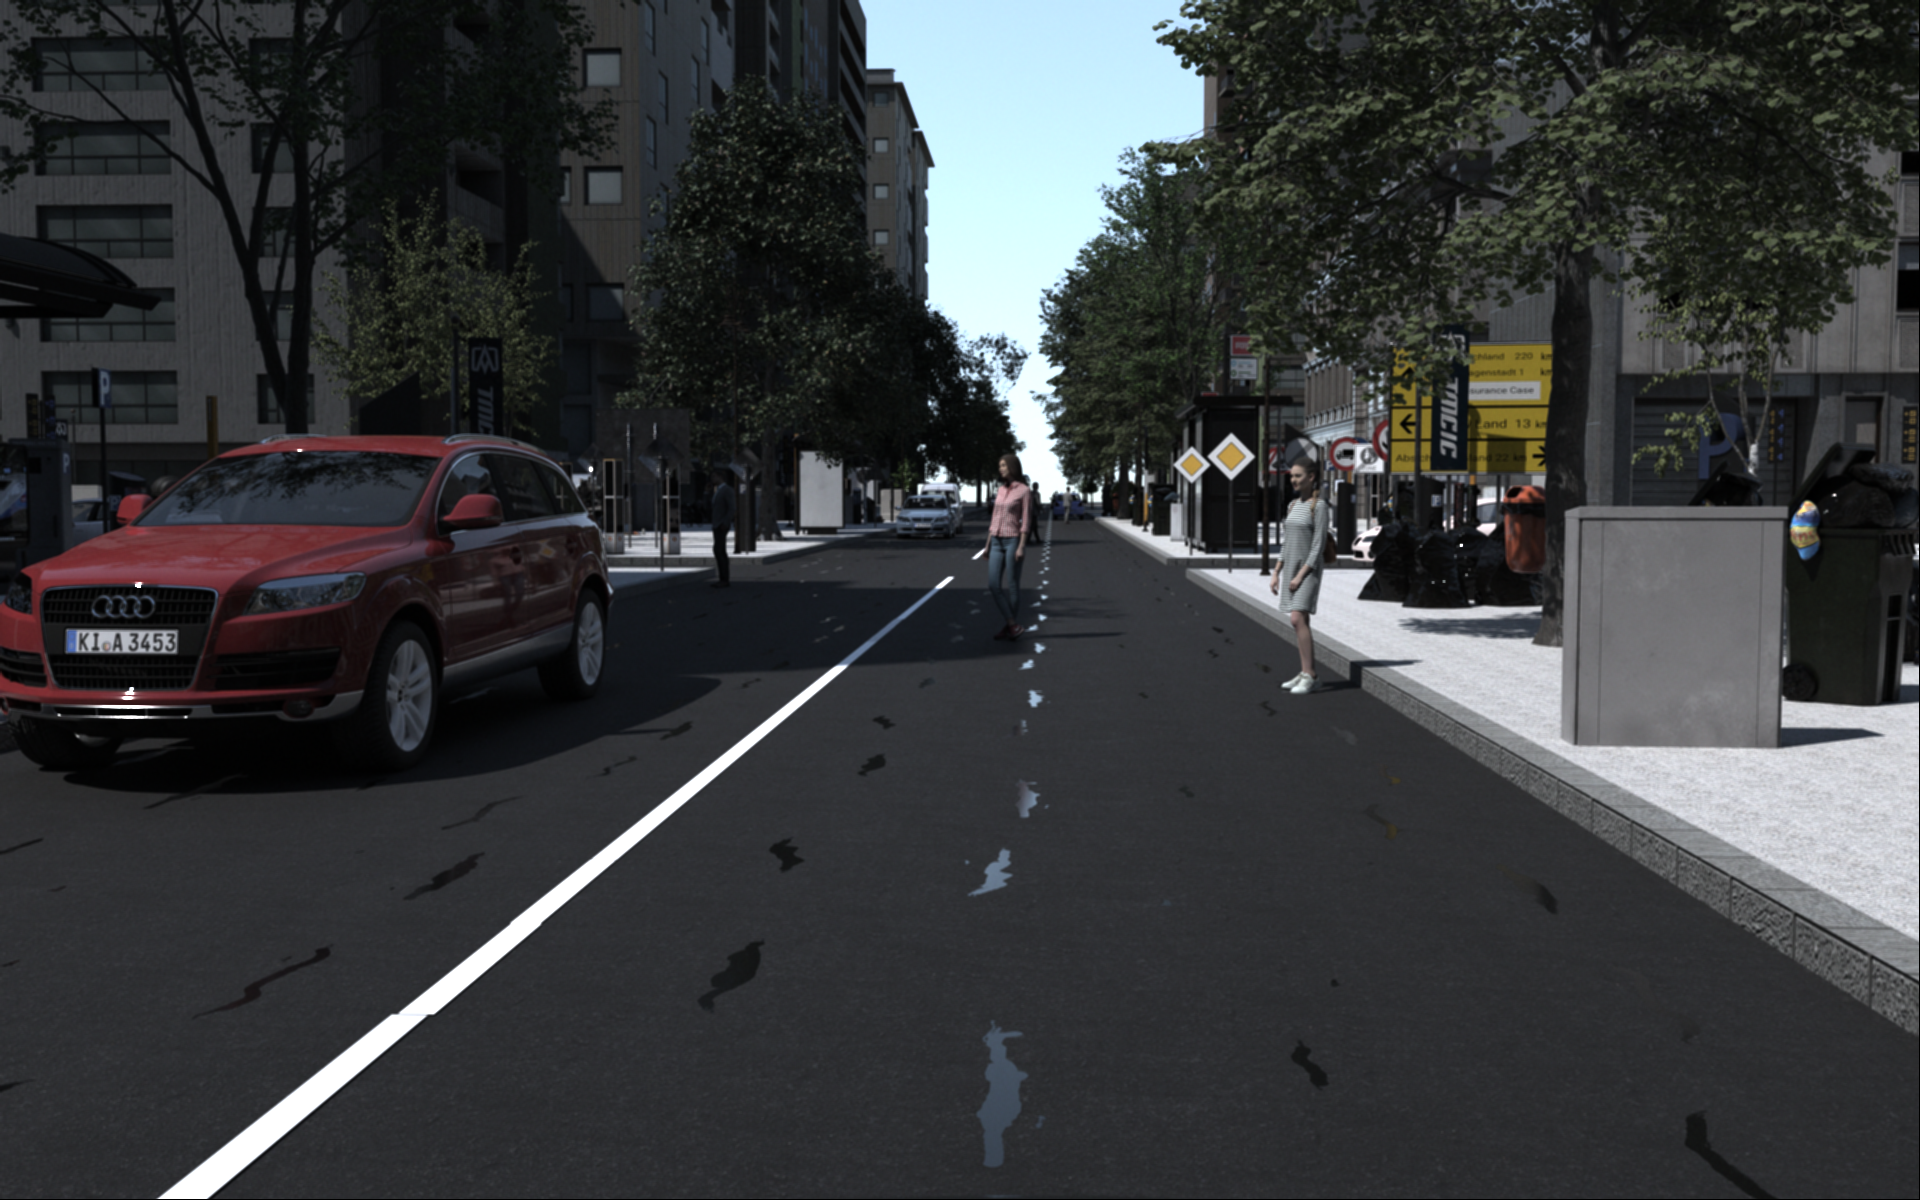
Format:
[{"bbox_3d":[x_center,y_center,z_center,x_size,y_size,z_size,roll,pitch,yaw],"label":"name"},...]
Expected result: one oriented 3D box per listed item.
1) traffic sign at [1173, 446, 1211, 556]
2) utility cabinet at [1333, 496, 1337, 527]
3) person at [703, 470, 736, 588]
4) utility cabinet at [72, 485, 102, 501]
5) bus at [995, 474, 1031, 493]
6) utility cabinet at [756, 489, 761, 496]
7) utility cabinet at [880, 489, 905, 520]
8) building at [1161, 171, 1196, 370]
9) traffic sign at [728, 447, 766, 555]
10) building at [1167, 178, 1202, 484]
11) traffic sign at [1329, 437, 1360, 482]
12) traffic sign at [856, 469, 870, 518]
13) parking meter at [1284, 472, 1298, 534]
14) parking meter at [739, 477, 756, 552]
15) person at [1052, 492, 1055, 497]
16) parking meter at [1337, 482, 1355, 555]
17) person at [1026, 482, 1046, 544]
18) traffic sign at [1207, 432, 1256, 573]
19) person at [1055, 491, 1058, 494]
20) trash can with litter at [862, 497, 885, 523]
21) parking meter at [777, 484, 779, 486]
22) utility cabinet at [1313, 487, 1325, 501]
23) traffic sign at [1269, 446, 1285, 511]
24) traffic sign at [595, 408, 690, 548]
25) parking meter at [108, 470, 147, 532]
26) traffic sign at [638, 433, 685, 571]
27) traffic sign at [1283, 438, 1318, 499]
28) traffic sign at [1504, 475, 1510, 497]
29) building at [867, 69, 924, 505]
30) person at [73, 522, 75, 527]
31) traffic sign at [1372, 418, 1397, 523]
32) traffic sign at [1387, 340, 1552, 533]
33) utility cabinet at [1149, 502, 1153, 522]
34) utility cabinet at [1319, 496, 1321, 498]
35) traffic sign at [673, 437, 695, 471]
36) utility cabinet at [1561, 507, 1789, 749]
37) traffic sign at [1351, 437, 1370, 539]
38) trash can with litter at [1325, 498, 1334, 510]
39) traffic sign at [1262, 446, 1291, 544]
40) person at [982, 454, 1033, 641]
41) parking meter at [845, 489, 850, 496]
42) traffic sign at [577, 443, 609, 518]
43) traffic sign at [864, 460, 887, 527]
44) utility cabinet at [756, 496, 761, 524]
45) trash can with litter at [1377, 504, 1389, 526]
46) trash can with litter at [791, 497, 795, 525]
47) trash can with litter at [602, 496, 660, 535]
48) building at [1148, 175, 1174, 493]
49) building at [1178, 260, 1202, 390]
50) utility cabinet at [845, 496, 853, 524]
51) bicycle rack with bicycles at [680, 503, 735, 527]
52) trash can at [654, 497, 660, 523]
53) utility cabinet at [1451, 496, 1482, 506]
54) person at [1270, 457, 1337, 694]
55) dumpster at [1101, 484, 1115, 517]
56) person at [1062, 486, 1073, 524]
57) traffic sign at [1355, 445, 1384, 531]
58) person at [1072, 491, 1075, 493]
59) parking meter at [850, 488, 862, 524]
[{"bbox_3d":[4.824,-1.986,36.107,0.795,2.450,0.064,0,4,3],"label":"traffic sign"},{"bbox_3d":[14.623,-3.414,66.977,0.306,1.237,1.020,1,4,19],"label":"utility cabinet"},{"bbox_3d":[-3.709,-1.103,26.712,0.473,1.802,0.592,-1,4,-15],"label":"person"},{"bbox_3d":[-22.122,-2.128,43.471,1.173,1.500,0.318,0,4,-1],"label":"utility cabinet"},{"bbox_3d":[4.949,-9.938,157.349,2.948,3.499,13.247,0,4,4],"label":"bus"},{"bbox_3d":[-9.418,-4.333,79.528,0.318,1.500,1.173,3,4,38],"label":"utility cabinet"},{"bbox_3d":[-3.238,-4.560,83.240,1.173,1.500,0.318,2,4,25],"label":"utility cabinet"},{"bbox_3d":[35.140,-36.055,239.602,14.600,45.320,14.200,0,4,3],"label":"building"},{"bbox_3d":[-4.506,-2.017,36.627,0.795,2.450,0.064,0,4,3],"label":"traffic sign"},{"bbox_3d":[34.068,-33.153,225.647,14.154,41.232,14.086,0,4,3],"label":"building"},{"bbox_3d":[8.601,-2.357,38.636,0.768,2.556,0.104,0,4,6],"label":"traffic sign"},{"bbox_3d":[-4.815,-5.301,86.777,0.768,2.556,0.104,0,4,6],"label":"traffic sign"},{"bbox_3d":[8.094,-2.227,42.117,0.399,1.863,0.255,-1,4,-23],"label":"parking meter"},{"bbox_3d":[-4.757,-2.003,38.455,0.399,1.863,0.255,1,4,20],"label":"parking meter"},{"bbox_3d":[12.158,-13.045,222.696,0.541,1.710,0.530,2,4,26],"label":"person"},{"bbox_3d":[8.124,-1.715,36.450,0.372,1.533,0.369,0,3,0],"label":"parking meter"},{"bbox_3d":[2.181,-2.488,49.573,0.834,1.777,0.661,-3,5,-42],"label":"person"},{"bbox_3d":[4.395,-1.498,28.133,0.795,2.450,0.064,0,4,3],"label":"traffic sign"},{"bbox_3d":[12.479,-13.180,223.629,1.348,1.869,0.705,0,4,-4],"label":"person"},{"bbox_3d":[-3.899,-4.035,77.352,1.055,1.170,0.624,-3,5,-40],"label":"trash can with litter"},{"bbox_3d":[-9.825,-5.351,93.198,0.399,1.863,0.255,0,4,-1],"label":"parking meter"},{"bbox_3d":[10.563,-2.674,52.402,0.318,1.500,1.173,-1,4,-22],"label":"utility cabinet"},{"bbox_3d":[8.459,-2.811,46.061,0.768,2.556,0.104,1,4,10],"label":"traffic sign"},{"bbox_3d":[-7.547,-2.893,41.170,2.265,3.308,0.079,0,4,4],"label":"traffic sign"},{"bbox_3d":[-8.828,-0.611,18.402,0.372,1.533,0.369,0,3,0],"label":"parking meter"},{"bbox_3d":[-4.935,-1.530,28.653,0.795,2.450,0.064,0,4,3],"label":"traffic sign"},{"bbox_3d":[7.742,-2.405,39.428,0.768,2.556,0.104,1,4,12],"label":"traffic sign"},{"bbox_3d":[8.334,-1.607,26.388,0.768,2.556,0.104,0,4,6],"label":"traffic sign"},{"bbox_3d":[-20.350,-38.596,220.290,28.713,52.752,27.495,0,4,3],"label":"building"},{"bbox_3d":[-16.505,-1.378,31.709,0.731,1.740,0.598,1,4,14],"label":"person"},{"bbox_3d":[7.199,-1.748,28.679,0.768,2.556,0.104,1,4,11],"label":"traffic sign"},{"bbox_3d":[6.886,-1.793,23.189,2.265,3.308,0.079,1,4,11],"label":"traffic sign"},{"bbox_3d":[8.989,-4.138,78.810,1.020,1.237,0.306,2,4,24],"label":"utility cabinet"},{"bbox_3d":[9.348,-2.169,46.624,0.306,1.237,1.020,-1,4,-15],"label":"utility cabinet"},{"bbox_3d":[-6.468,-2.420,39.566,0.884,2.594,0.081,1,4,13],"label":"traffic sign"},{"bbox_3d":[3.646,0.139,8.883,1.020,1.237,0.306,0,4,5],"label":"utility cabinet"},{"bbox_3d":[8.904,-2.376,38.960,0.768,2.556,0.104,1,4,12],"label":"traffic sign"},{"bbox_3d":[11.525,-2.697,55.487,0.624,1.170,1.055,2,4,30],"label":"trash can with litter"},{"bbox_3d":[8.220,-2.729,44.615,0.884,2.594,0.081,0,4,8],"label":"traffic sign"},{"bbox_3d":[0.453,-0.522,17.051,0.555,1.821,0.388,2,4,34],"label":"person"},{"bbox_3d":[-5.153,-4.329,79.196,0.372,1.533,0.369,0,3,0],"label":"parking meter"},{"bbox_3d":[-8.250,-2.312,38.981,0.795,2.450,0.064,1,4,12],"label":"traffic sign"},{"bbox_3d":[-3.252,-4.064,66.454,0.884,2.594,0.081,0,4,8],"label":"traffic sign"},{"bbox_3d":[-8.477,-3.874,74.506,1.020,1.237,0.306,-2,4,-26],"label":"utility cabinet"},{"bbox_3d":[10.166,-1.876,42.066,1.055,1.170,0.624,1,4,16],"label":"trash can with litter"},{"bbox_3d":[-6.496,-3.682,71.592,1.055,1.170,0.624,-3,5,-42],"label":"trash can with litter"},{"bbox_3d":[-10.599,-2.665,54.622,1.678,1.210,2.233,-3,5,-44],"label":"trash can with litter"},{"bbox_3d":[39.224,-38.789,257.898,21.300,48.544,21.600,0,4,3],"label":"building"},{"bbox_3d":[33.647,-26.924,211.908,14.160,30.474,14.107,0,4,3],"label":"building"},{"bbox_3d":[-4.732,-3.906,75.029,0.306,1.237,1.020,-1,4,-22],"label":"utility cabinet"},{"bbox_3d":[-9.614,-3.282,67.050,2.852,0.926,2.925,1,4,9],"label":"bicycle rack with bicycles"},{"bbox_3d":[-13.254,-3.957,76.343,0.748,1.137,0.748,0,3,0],"label":"trash can"},{"bbox_3d":[16.205,-2.716,55.575,1.020,1.237,0.306,0,4,4],"label":"utility cabinet"},{"bbox_3d":[2.520,-0.194,12.679,0.522,1.701,0.512,-2,4,-27],"label":"person"},{"bbox_3d":[8.728,-5.712,99.152,1.264,1.857,1.865,0,4,3],"label":"dumpster"},{"bbox_3d":[5.289,-4.614,84.131,0.606,1.804,0.583,3,4,36],"label":"person"},{"bbox_3d":[8.337,-2.031,35.329,0.606,2.300,0.079,1,4,13],"label":"traffic sign"},{"bbox_3d":[8.848,-7.738,136.492,0.593,1.643,0.415,0,4,1],"label":"person"},{"bbox_3d":[-4.352,-3.978,73.449,0.372,1.533,0.369,0,3,0],"label":"parking meter"}]
